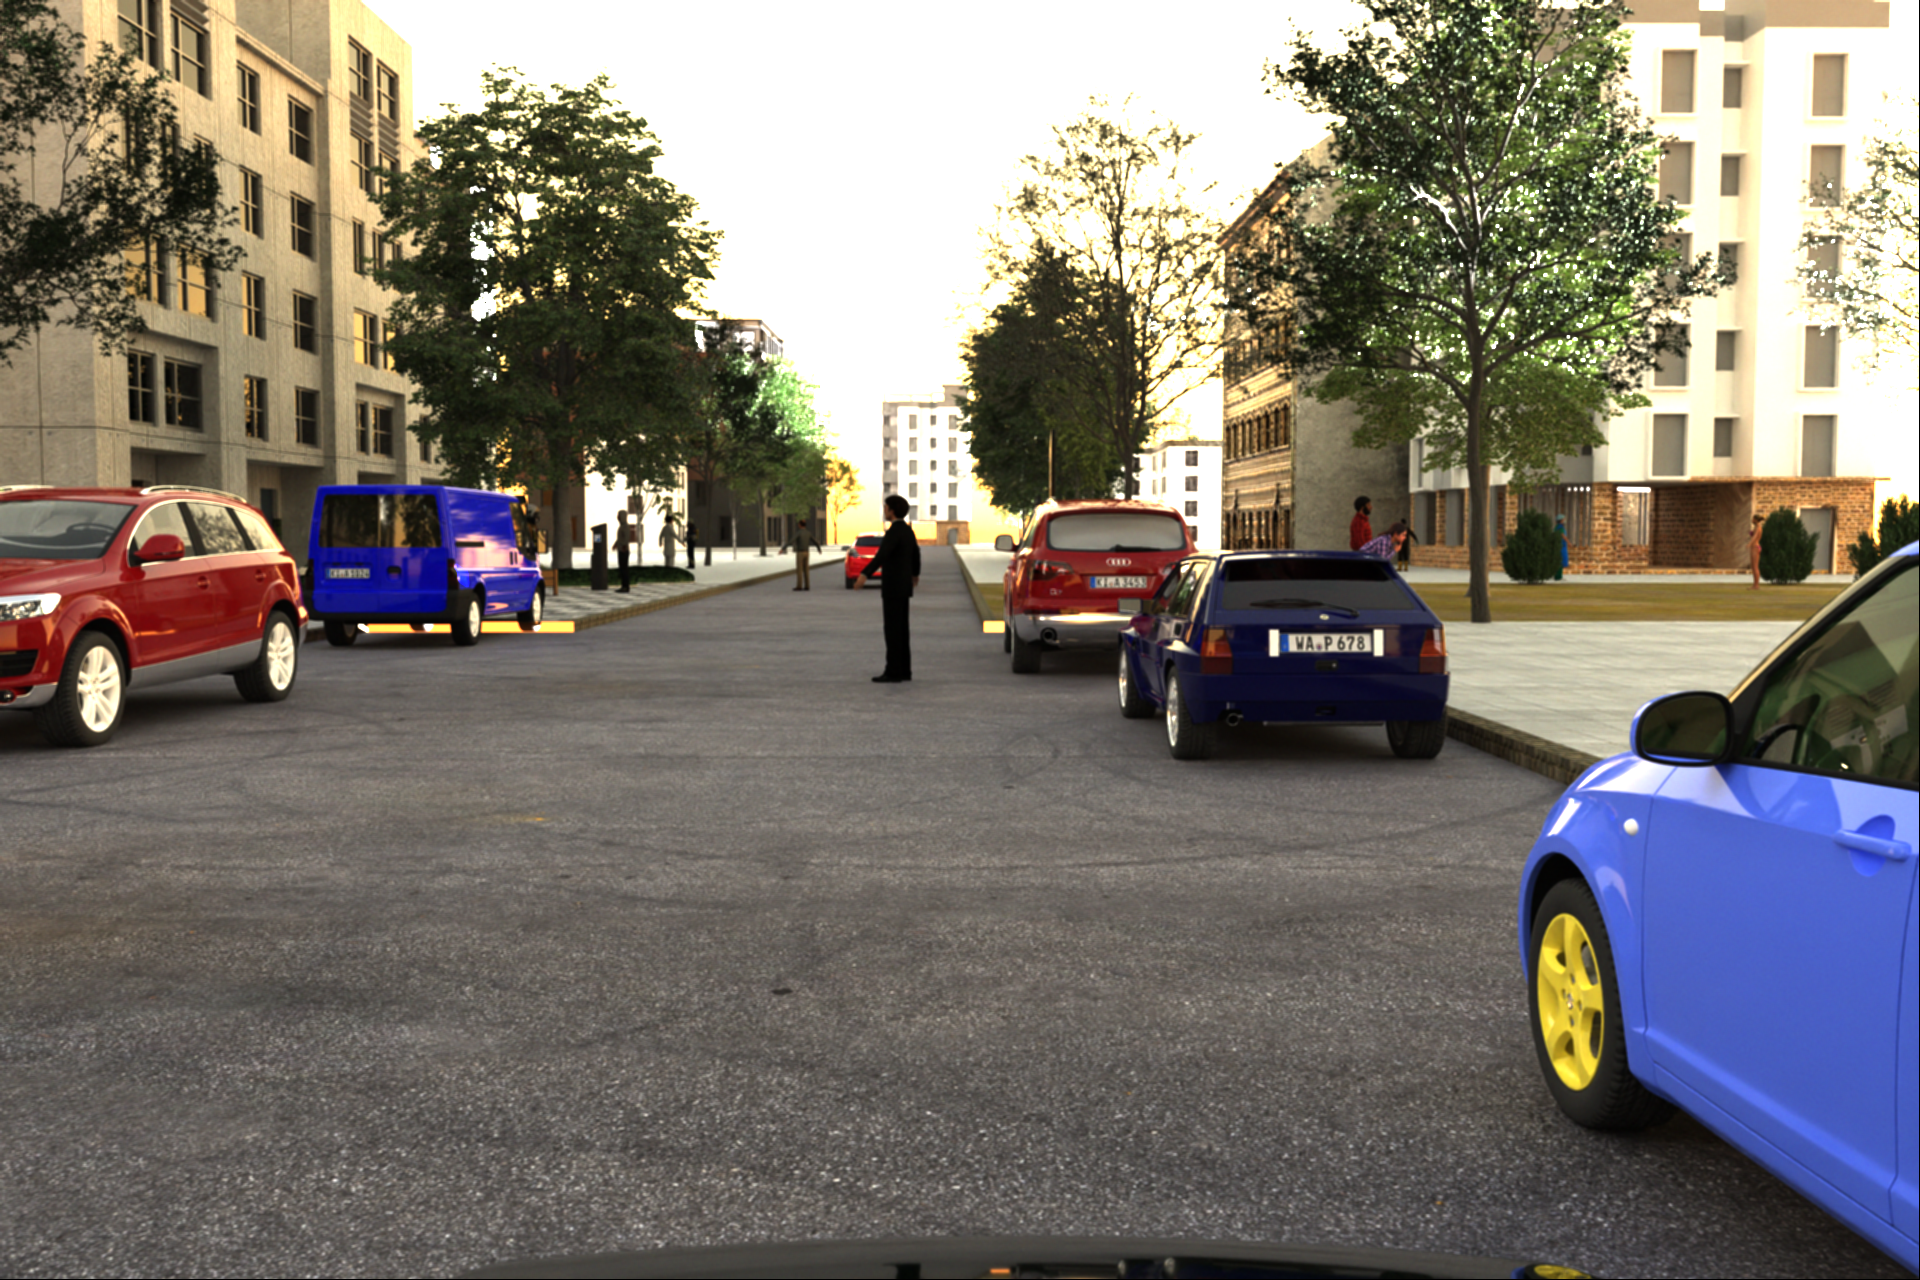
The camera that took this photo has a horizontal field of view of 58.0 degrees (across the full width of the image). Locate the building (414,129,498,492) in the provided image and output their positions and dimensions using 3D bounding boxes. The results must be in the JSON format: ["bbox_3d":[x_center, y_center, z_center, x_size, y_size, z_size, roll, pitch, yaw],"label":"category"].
[{"bbox_3d":[-30.377,-13.818,82.349,16.016,20.090,11.380,0,4,0],"label":"building"}]

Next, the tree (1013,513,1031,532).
[{"bbox_3d":[7.976,-16.653,222.630,4.737,8.622,4.395,0,3,0],"label":"tree"}]

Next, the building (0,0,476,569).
[{"bbox_3d":[-28.140,-11.519,54.787,16.747,18.905,31.486,0,4,0],"label":"building"}]

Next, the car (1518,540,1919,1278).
[{"bbox_3d":[2.333,0.396,3.123,1.945,1.707,3.694,0,4,-2],"label":"car"}]

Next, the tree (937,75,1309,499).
[{"bbox_3d":[4.494,-8.322,46.440,12.009,13.543,11.850,0,3,0],"label":"tree"}]

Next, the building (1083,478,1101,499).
[{"bbox_3d":[17.639,-15.678,198.478,9.099,9.664,28.070,0,4,-1],"label":"building"}]

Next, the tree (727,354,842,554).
[{"bbox_3d":[-11.288,-11.710,109.591,7.486,12.596,7.792,0,3,0],"label":"tree"}]

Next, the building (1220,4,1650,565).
[{"bbox_3d":[22.966,-15.265,80.511,19.493,23.208,18.063,0,4,-1],"label":"building"}]

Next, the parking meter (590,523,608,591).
[{"bbox_3d":[-8.210,-1.895,39.401,0.372,1.533,0.369,0,3,0],"label":"parking meter"}]

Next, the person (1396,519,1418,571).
[{"bbox_3d":[15.269,-3.279,59.756,1.346,1.812,0.704,-1,4,-18],"label":"person"}]

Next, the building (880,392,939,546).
[{"bbox_3d":[-9.874,-22.283,223.203,11.380,20.090,16.016,1,4,8],"label":"building"}]

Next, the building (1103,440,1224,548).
[{"bbox_3d":[19.201,-13.825,168.180,9.099,9.664,28.070,0,3,0],"label":"building"}]

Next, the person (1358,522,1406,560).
[{"bbox_3d":[5.197,-0.753,21.584,0.697,1.427,0.421,1,4,17],"label":"person"}]

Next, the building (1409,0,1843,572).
[{"bbox_3d":[23.069,-12.908,67.474,16.016,20.090,11.380,0,4,-1],"label":"building"}]

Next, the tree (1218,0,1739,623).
[{"bbox_3d":[7.229,-5.535,24.907,7.601,10.594,8.767,1,4,10],"label":"tree"}]

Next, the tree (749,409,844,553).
[{"bbox_3d":[-11.750,-11.348,119.947,8.767,10.594,7.601,3,4,39],"label":"tree"}]

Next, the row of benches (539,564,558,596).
[{"bbox_3d":[-9.998,-1.326,37.144,4.104,0.672,1.422,3,5,42],"label":"row of benches"}]

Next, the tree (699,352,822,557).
[{"bbox_3d":[-11.462,-10.605,99.150,9.928,11.665,9.643,0,3,0],"label":"tree"}]

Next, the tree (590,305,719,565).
[{"bbox_3d":[-10.238,-6.466,56.076,4.737,8.622,4.395,0,3,0],"label":"tree"}]

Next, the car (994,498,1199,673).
[{"bbox_3d":[1.538,-0.652,19.339,2.281,1.827,5.304,0,3,0],"label":"car"}]

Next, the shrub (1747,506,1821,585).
[{"bbox_3d":[20.881,-2.416,43.917,1.690,2.028,1.600,0,3,0],"label":"shrub"}]

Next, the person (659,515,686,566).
[{"bbox_3d":[-8.168,-2.610,48.853,0.705,1.806,1.347,-3,5,-41],"label":"person"}]

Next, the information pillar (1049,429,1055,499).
[{"bbox_3d":[2.066,-2.903,38.823,0.183,3.616,0.504,0,4,-2],"label":"information pillar"}]

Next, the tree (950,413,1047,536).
[{"bbox_3d":[4.807,-13.410,129.630,12.009,13.543,11.850,0,3,0],"label":"tree"}]

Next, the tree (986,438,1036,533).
[{"bbox_3d":[4.185,-9.627,107.771,4.360,8.622,3.978,0,3,0],"label":"tree"}]

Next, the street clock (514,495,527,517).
[{"bbox_3d":[-8.194,-1.688,32.165,0.358,2.002,0.471,0,4,1],"label":"street clock"}]

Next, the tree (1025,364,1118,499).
[{"bbox_3d":[5.367,-7.343,70.421,4.360,8.622,3.978,0,3,0],"label":"tree"}]

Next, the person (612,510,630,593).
[{"bbox_3d":[-7.395,-1.943,37.900,0.705,1.813,1.348,-1,4,-21],"label":"person"}]

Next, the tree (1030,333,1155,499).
[{"bbox_3d":[4.515,-6.813,61.757,4.737,8.622,4.395,0,3,0],"label":"tree"}]

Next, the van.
[{"bbox_3d":[-7.162,-1.191,23.863,2.240,2.365,5.245,0,4,0],"label":"van"}]

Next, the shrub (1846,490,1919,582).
[{"bbox_3d":[15.955,-1.527,29.382,1.690,2.028,1.600,0,3,0],"label":"shrub"}]

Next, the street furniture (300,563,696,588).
[{"bbox_3d":[-11.626,-1.704,43.485,10.072,0.657,5.734,-1,4,-13],"label":"street furniture"}]

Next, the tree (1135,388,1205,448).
[{"bbox_3d":[25.056,-22.275,220.083,12.611,20.169,13.585,0,3,0],"label":"tree"}]

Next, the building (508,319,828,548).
[{"bbox_3d":[-29.112,-20.599,180.770,27.936,21.610,32.646,0,4,0],"label":"building"}]

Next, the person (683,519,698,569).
[{"bbox_3d":[-10.006,-3.572,64.185,0.705,1.856,1.354,-2,4,-25],"label":"person"}]

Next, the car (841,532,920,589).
[{"bbox_3d":[-2.149,-2.310,46.802,2.155,1.783,4.494,0,4,-1],"label":"car"}]

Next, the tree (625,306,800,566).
[{"bbox_3d":[-9.934,-8.301,70.138,7.601,10.594,8.767,-2,4,-30],"label":"tree"}]

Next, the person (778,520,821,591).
[{"bbox_3d":[-4.015,-2.156,43.986,1.348,1.796,0.705,-3,5,-43],"label":"person"}]

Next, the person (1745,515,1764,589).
[{"bbox_3d":[18.382,-2.043,40.204,0.721,1.733,1.217,2,4,32],"label":"person"}]

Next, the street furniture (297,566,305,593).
[{"bbox_3d":[-17.251,-1.225,35.658,10.072,0.657,5.734,-1,4,-9],"label":"street furniture"}]

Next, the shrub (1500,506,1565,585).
[{"bbox_3d":[14.552,-2.424,44.052,1.690,2.028,1.600,0,3,0],"label":"shrub"}]

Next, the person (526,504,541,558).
[{"bbox_3d":[-8.314,-1.709,33.714,0.705,1.858,1.354,0,4,-1],"label":"person"}]

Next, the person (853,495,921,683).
[{"bbox_3d":[-0.645,-0.501,16.842,0.705,1.806,1.347,1,4,22],"label":"person"}]

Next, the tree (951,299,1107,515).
[{"bbox_3d":[4.281,-11.361,92.401,9.857,13.997,8.962,0,3,0],"label":"tree"}]

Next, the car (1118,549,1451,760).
[{"bbox_3d":[2.157,0.013,12.368,1.945,1.354,3.894,0,4,-2],"label":"car"}]

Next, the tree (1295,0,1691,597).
[{"bbox_3d":[10.701,-7.176,35.462,7.486,12.596,7.792,0,3,0],"label":"tree"}]

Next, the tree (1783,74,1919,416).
[{"bbox_3d":[22.599,-7.691,36.112,12.009,13.543,11.850,0,3,0],"label":"tree"}]

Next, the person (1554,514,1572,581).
[{"bbox_3d":[16.410,-2.517,47.283,0.704,1.817,1.347,0,4,4],"label":"person"}]

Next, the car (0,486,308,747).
[{"bbox_3d":[-6.811,-0.285,13.328,2.281,1.827,5.304,0,3,0],"label":"car"}]

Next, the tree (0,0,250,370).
[{"bbox_3d":[-13.537,-5.386,22.470,8.767,10.594,7.601,-1,4,-12],"label":"tree"}]

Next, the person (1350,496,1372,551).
[{"bbox_3d":[5.698,-1.121,24.435,0.704,1.816,1.345,1,4,15],"label":"person"}]

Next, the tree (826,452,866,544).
[{"bbox_3d":[-16.066,-18.072,221.229,9.928,11.665,9.643,0,3,0],"label":"tree"}]

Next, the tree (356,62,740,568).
[{"bbox_3d":[-10.786,-8.531,46.137,9.857,13.997,8.962,0,3,0],"label":"tree"}]

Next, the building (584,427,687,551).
[{"bbox_3d":[-27.897,-12.658,149.104,9.099,9.664,28.070,0,4,-1],"label":"building"}]

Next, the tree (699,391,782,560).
[{"bbox_3d":[-11.381,-8.300,86.060,4.360,8.622,3.978,0,3,0],"label":"tree"}]

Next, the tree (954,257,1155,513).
[{"bbox_3d":[4.505,-10.533,78.865,9.857,13.997,8.962,0,3,0],"label":"tree"}]

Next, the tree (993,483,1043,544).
[{"bbox_3d":[7.858,-18.209,215.837,7.486,12.596,7.792,0,3,0],"label":"tree"}]
